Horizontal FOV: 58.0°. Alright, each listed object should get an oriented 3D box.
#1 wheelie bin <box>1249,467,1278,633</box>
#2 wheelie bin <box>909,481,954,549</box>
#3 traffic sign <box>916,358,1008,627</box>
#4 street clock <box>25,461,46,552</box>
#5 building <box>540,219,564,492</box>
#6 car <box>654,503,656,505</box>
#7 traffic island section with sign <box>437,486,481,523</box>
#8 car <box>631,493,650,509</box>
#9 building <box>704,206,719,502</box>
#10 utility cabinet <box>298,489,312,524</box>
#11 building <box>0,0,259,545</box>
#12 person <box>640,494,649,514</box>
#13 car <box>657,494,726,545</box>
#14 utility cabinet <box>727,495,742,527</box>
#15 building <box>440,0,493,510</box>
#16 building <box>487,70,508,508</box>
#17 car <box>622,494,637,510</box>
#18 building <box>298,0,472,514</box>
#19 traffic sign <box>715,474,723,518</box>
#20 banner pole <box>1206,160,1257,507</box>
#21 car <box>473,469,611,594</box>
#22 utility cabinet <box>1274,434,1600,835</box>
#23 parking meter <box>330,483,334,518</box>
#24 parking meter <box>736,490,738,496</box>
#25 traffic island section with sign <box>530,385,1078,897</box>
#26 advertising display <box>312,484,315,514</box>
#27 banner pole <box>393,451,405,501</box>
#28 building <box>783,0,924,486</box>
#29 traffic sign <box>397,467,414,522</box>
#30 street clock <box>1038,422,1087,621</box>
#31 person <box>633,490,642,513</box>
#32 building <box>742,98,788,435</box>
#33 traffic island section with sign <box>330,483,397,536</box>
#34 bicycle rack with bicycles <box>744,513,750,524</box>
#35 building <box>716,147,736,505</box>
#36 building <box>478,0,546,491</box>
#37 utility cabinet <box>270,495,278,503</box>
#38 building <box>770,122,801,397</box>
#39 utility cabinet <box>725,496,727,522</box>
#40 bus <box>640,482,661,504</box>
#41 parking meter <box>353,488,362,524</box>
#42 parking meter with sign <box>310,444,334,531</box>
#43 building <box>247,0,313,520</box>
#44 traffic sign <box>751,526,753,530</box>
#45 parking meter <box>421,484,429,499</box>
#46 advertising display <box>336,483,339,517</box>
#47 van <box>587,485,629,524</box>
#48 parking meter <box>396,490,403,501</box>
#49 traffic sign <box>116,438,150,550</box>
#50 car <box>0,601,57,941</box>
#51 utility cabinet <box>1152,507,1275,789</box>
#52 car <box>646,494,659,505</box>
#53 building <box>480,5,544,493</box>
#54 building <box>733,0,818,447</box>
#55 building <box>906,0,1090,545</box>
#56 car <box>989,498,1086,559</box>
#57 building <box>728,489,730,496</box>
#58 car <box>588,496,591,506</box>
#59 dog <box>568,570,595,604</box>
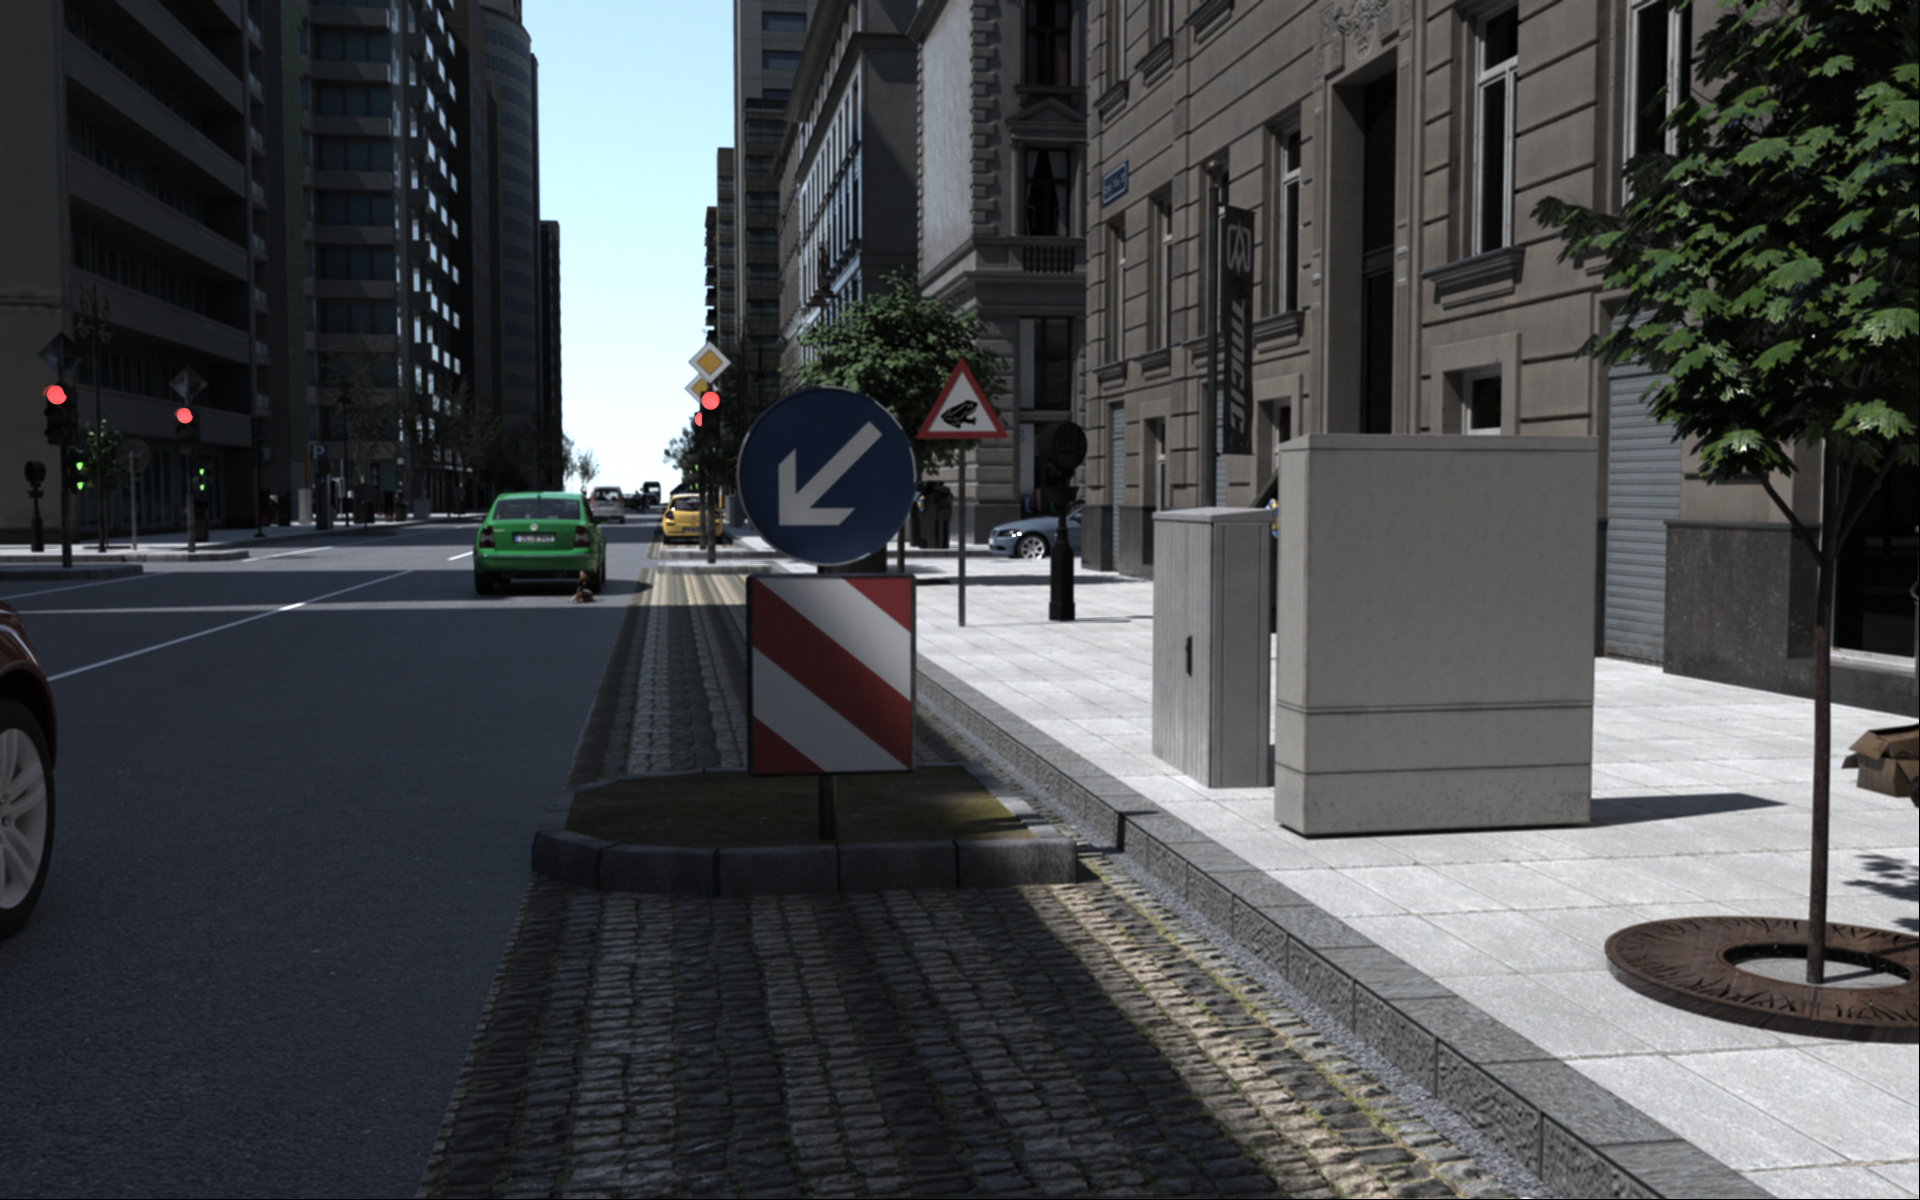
[{"bbox_3d":[3.041,-0.509,16.224,0.693,1.594,0.980,0,4,5],"label":"wheelie bin"},{"bbox_3d":[-0.554,-1.997,40.557,0.693,1.594,0.980,3,4,36],"label":"wheelie bin"},{"bbox_3d":[0.018,-1.020,16.686,0.884,2.594,0.081,0,4,0],"label":"traffic sign"},{"bbox_3d":[-20.456,-2.066,38.352,0.471,2.002,0.358,2,4,34],"label":"street clock"},{"bbox_3d":[-65.210,-34.679,250.589,14.154,41.232,14.086,-1,4,-10],"label":"building"},{"bbox_3d":[-41.941,-13.578,234.006,2.014,1.417,4.499,-1,4,-9],"label":"car"},{"bbox_3d":[-25.186,-4.804,87.181,1.989,1.847,2.006,-1,4,-10],"label":"traffic island section with sign"},{"bbox_3d":[-31.141,-9.729,168.656,1.945,1.707,3.694,0,4,-8],"label":"car"},{"bbox_3d":[-26.910,-36.978,259.218,22.147,44.769,28.867,-1,4,-10],"label":"building"},{"bbox_3d":[-27.587,-3.929,72.915,0.318,1.500,1.173,-1,4,-10],"label":"utility cabinet"},{"bbox_3d":[-34.855,-26.136,51.028,21.300,48.544,21.600,-1,4,-10],"label":"building"},{"bbox_3d":[-23.250,-7.066,127.291,0.557,1.426,1.065,-3,5,-44],"label":"person"},{"bbox_3d":[-7.769,-2.446,50.222,2.015,1.641,3.980,-1,4,-10],"label":"car"},{"bbox_3d":[-8.714,-3.433,67.295,0.306,1.237,1.020,-1,4,-19],"label":"utility cabinet"},{"bbox_3d":[-47.750,-30.389,146.965,14.600,45.320,14.200,-1,4,-10],"label":"building"},{"bbox_3d":[-50.187,-29.205,161.093,14.154,41.232,14.086,-1,4,-10],"label":"building"},{"bbox_3d":[-30.031,-9.042,156.638,1.959,1.807,4.718,-1,4,-10],"label":"car"},{"bbox_3d":[-48.524,-30.857,124.122,23.786,49.044,30.456,-1,4,-10],"label":"building"},{"bbox_3d":[-12.887,-5.739,93.931,0.768,2.556,0.104,0,4,-6],"label":"traffic sign"},{"bbox_3d":[2.051,-1.423,13.278,0.401,3.779,0.863,3,4,38],"label":"banner pole"},{"bbox_3d":[-6.336,-1.076,26.394,1.959,1.807,4.718,-1,4,-10],"label":"car"},{"bbox_3d":[1.816,0.125,6.639,1.173,1.500,0.318,-1,4,-11],"label":"utility cabinet"},{"bbox_3d":[-31.539,-4.946,86.576,0.255,1.863,0.399,1,4,22],"label":"parking meter"},{"bbox_3d":[-14.604,-6.537,112.586,0.399,1.863,0.255,-3,4,-37],"label":"parking meter"},{"bbox_3d":[-0.712,0.094,7.096,1.989,1.847,2.006,-1,4,-10],"label":"traffic island section with sign"},{"bbox_3d":[-41.063,-6.399,109.834,0.123,1.923,0.974,0,4,-4],"label":"advertising display"},{"bbox_3d":[-32.271,-6.699,99.541,0.863,3.779,0.401,1,4,17],"label":"banner pole"},{"bbox_3d":[1.290,-14.875,76.491,16.112,22.955,30.059,-1,4,-10],"label":"building"},{"bbox_3d":[-25.719,-4.908,80.348,0.768,2.556,0.104,0,4,-5],"label":"traffic sign"},{"bbox_3d":[1.036,-0.793,17.531,0.471,2.002,0.358,-3,4,-38],"label":"street clock"},{"bbox_3d":[-24.566,-7.489,131.879,0.756,1.711,0.436,-1,4,-21],"label":"person"},{"bbox_3d":[-9.366,-21.963,130.793,14.160,30.474,14.107,-1,4,-10],"label":"building"},{"bbox_3d":[-20.571,-3.133,59.857,1.989,1.847,2.006,-1,4,-10],"label":"traffic island section with sign"},{"bbox_3d":[-8.183,-3.786,75.276,2.852,0.926,2.925,-1,4,-17],"label":"bicycle rack with bicycles"},{"bbox_3d":[-22.036,-32.072,207.973,14.154,41.232,14.086,-1,4,-10],"label":"building"},{"bbox_3d":[-66.660,-48.517,231.508,20.563,71.187,20.611,-1,4,-10],"label":"building"},{"bbox_3d":[-31.249,-4.094,78.102,1.020,1.237,0.306,1,4,22],"label":"utility cabinet"},{"bbox_3d":[-4.347,-18.730,103.497,12.463,27.353,25.104,-1,4,-10],"label":"building"},{"bbox_3d":[-10.788,-4.254,80.707,0.306,1.237,1.020,0,4,-4],"label":"utility cabinet"},{"bbox_3d":[-46.536,-16.255,260.630,2.948,3.499,13.247,-1,4,-12],"label":"bus"},{"bbox_3d":[-25.631,-3.995,73.735,0.372,1.533,0.369,0,3,0],"label":"parking meter"},{"bbox_3d":[-22.670,-4.000,61.666,0.543,3.016,1.738,-1,4,-12],"label":"parking meter with sign"},{"bbox_3d":[-39.801,-24.362,81.919,14.154,41.232,14.086,-1,4,-10],"label":"building"},{"bbox_3d":[-7.484,-3.806,62.334,0.768,2.556,0.104,0,4,-2],"label":"traffic sign"},{"bbox_3d":[-31.425,-5.873,101.731,0.399,1.863,0.255,0,4,1],"label":"parking meter"},{"bbox_3d":[-35.275,-5.654,97.654,0.123,1.923,0.974,-3,5,-42],"label":"advertising display"},{"bbox_3d":[-17.027,-4.686,83.626,2.013,2.044,4.112,-1,4,-11],"label":"van"},{"bbox_3d":[-34.644,-6.034,107.064,0.372,1.533,0.369,0,3,0],"label":"parking meter"},{"bbox_3d":[-18.886,-2.413,39.564,0.768,2.556,0.104,0,4,-2],"label":"traffic sign"},{"bbox_3d":[-3.820,0.298,3.808,2.281,1.827,5.304,0,4,-8],"label":"car"},{"bbox_3d":[1.144,0.192,8.021,0.306,1.237,1.020,0,4,-8],"label":"utility cabinet"},{"bbox_3d":[-40.718,-13.397,228.082,2.155,1.783,4.494,0,4,-8],"label":"car"},{"bbox_3d":[-62.084,-40.731,207.955,21.231,58.520,28.212,-1,4,-10],"label":"building"},{"bbox_3d":[-9.266,-37.318,152.150,21.231,58.520,28.212,-1,4,-10],"label":"building"},{"bbox_3d":[8.685,-13.496,49.540,19.941,23.489,11.050,-1,4,-10],"label":"building"},{"bbox_3d":[2.842,-1.488,36.336,4.499,1.417,2.014,0,4,-8],"label":"car"},{"bbox_3d":[-13.401,-45.190,177.104,20.563,71.187,20.611,-1,4,-10],"label":"building"},{"bbox_3d":[-35.790,-9.831,170.954,2.015,1.641,3.980,-1,4,-9],"label":"car"},{"bbox_3d":[-5.092,-0.175,23.062,0.550,0.427,0.748,2,4,27],"label":"dog"}]
